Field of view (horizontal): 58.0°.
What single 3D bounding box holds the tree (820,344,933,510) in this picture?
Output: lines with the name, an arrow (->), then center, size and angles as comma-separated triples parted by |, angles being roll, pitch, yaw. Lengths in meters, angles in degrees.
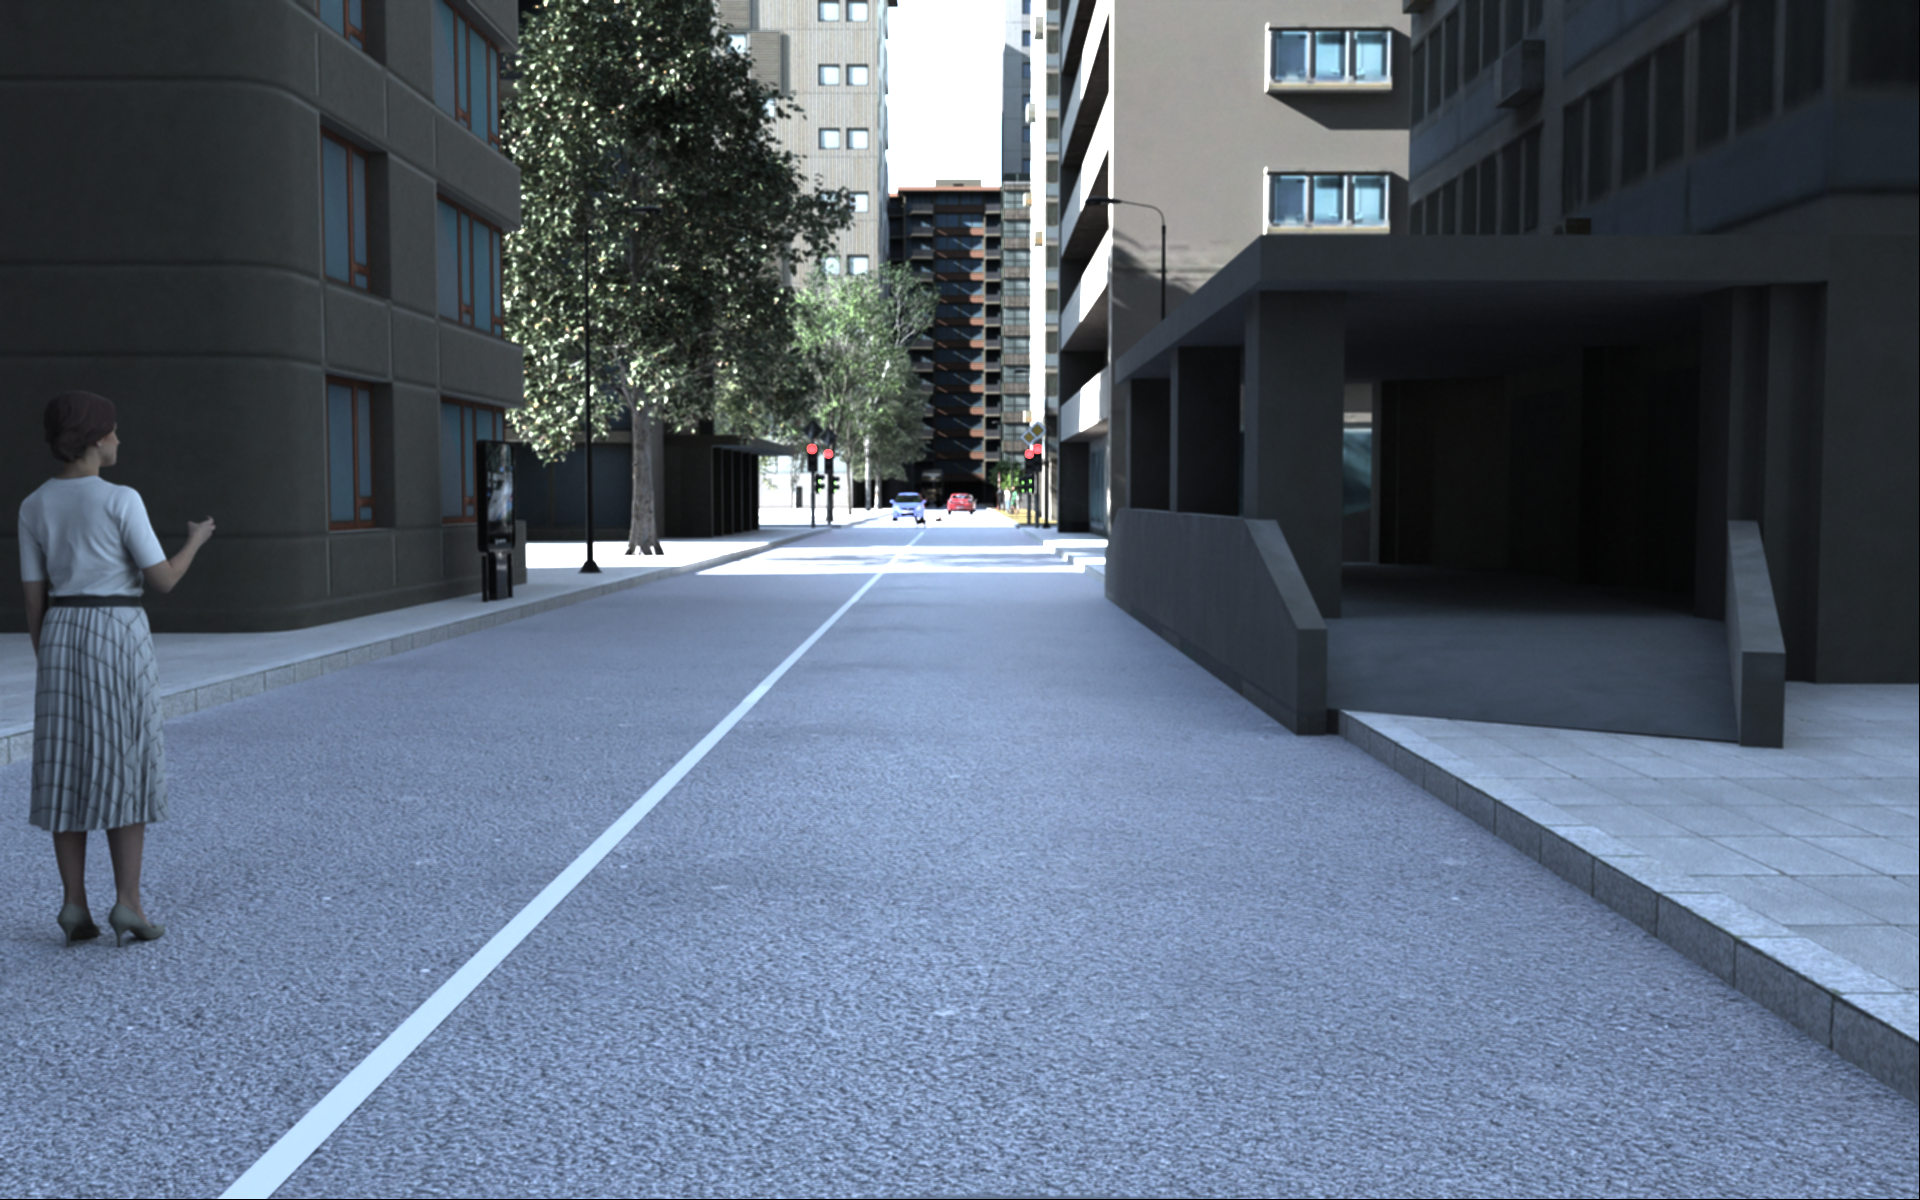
tree -> -6.811, -14.492, 143.604 | 9.857, 13.997, 8.962 | 0, 3, 0

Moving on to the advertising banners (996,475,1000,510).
advertising banners -> 2.982, -8.533, 135.702 | 0.090, 3.025, 2.074 | 0, 4, -3

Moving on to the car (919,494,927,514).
car -> -3.334, -6.730, 119.081 | 2.155, 1.783, 4.494 | 0, 4, 0

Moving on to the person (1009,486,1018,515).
person -> 3.344, -6.092, 105.899 | 0.529, 1.795, 0.600 | -2, 4, -32

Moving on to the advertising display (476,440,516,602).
advertising display -> -5.617, -0.966, 21.000 | 0.123, 1.923, 0.974 | 0, 4, 5

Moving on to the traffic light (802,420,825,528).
traffic light -> -5.556, -4.690, 65.598 | 0.839, 4.253, 0.868 | 0, 3, 0

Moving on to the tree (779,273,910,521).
tree -> -6.015, -9.508, 81.213 | 9.928, 11.665, 9.643 | 0, 3, 0

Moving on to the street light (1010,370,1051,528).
street light -> 2.702, -5.639, 64.736 | 1.470, 5.913, 1.316 | 0, 3, 0

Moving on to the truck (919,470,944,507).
truck -> -3.171, -12.945, 200.560 | 2.839, 4.237, 11.283 | 0, 4, 1

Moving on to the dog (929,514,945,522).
dog -> -1.207, -4.254, 89.744 | 0.748, 0.427, 0.550 | 2, 4, 23

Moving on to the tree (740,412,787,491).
tree -> -16.351, -11.627, 140.461 | 4.737, 8.622, 4.395 | 0, 3, 0

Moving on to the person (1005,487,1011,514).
person -> 3.149, -6.540, 113.568 | 0.593, 1.750, 0.643 | 3, 5, 43

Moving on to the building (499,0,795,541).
building -> -20.624, -24.362, 52.937 | 28.867, 44.769, 22.147 | 0, 3, 0

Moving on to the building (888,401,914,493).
building -> -21.476, -55.019, 212.234 | 31.000, 86.520, 22.319 | 0, 3, 0

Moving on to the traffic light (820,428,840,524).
traffic light -> -5.545, -5.178, 73.583 | 0.839, 4.253, 0.868 | 0, 3, 0

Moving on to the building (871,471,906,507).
building -> -16.205, -45.732, 185.970 | 20.563, 71.187, 20.611 | 0, 3, 0

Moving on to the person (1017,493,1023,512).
person -> 4.224, -7.313, 125.881 | 0.678, 1.792, 0.850 | -1, 4, -15

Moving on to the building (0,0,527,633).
building -> -20.072, -10.080, 9.841 | 27.650, 21.520, 28.899 | 0, 3, 0

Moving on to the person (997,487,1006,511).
person -> 3.174, -7.707, 131.860 | 0.655, 1.846, 0.447 | -1, 4, -18

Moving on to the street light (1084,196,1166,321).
street light -> 2.641, -3.343, 27.203 | 1.470, 5.913, 1.316 | 0, 3, 0

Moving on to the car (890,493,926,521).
car -> -2.767, -5.107, 93.097 | 1.945, 1.707, 3.694 | 0, 4, -1

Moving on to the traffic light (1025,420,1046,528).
traffic light -> 2.906, -4.690, 65.602 | 0.839, 4.253, 0.868 | 0, 3, 0

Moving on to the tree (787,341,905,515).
tree -> -6.936, -10.357, 103.741 | 7.601, 10.594, 8.767 | -2, 4, -25

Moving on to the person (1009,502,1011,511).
person -> 3.827, -7.527, 129.537 | 0.534, 1.772, 0.576 | 0, 4, 4

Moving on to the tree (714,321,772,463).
tree -> -13.225, -10.599, 91.419 | 7.486, 12.596, 7.792 | 0, 3, 0

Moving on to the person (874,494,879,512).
person -> -6.021, -6.994, 124.669 | 0.394, 1.301, 0.425 | -1, 4, -14

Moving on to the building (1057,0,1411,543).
building -> 13.917, -25.855, 46.433 | 21.300, 48.544, 21.600 | 0, 3, 0

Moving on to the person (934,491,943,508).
person -> -2.285, -10.494, 180.212 | 0.705, 1.807, 1.348 | 3, 5, 44

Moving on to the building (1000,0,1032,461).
building -> 14.693, -38.987, 179.435 | 21.231, 58.520, 28.212 | 0, 3, 0

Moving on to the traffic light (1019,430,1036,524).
traffic light -> 2.916, -5.178, 73.587 | 0.839, 4.253, 0.868 | 0, 3, 0

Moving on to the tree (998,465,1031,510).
tree -> 3.852, -7.373, 115.147 | 1.663, 3.219, 1.824 | 0, 3, 0

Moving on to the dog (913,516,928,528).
dog -> -1.670, -3.325, 73.650 | 0.540, 0.507, 0.406 | -3, 5, -41

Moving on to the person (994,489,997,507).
person -> 3.528, -10.171, 172.471 | 0.705, 1.807, 1.348 | -1, 4, -11

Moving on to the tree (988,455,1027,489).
tree -> 4.062, -9.874, 145.148 | 4.285, 4.588, 4.351 | 0, 3, 0

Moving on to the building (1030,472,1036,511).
building -> 15.760, -42.278, 129.493 | 20.563, 71.187, 20.611 | 0, 3, 0

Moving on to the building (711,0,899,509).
building -> -20.472, -35.057, 162.422 | 28.713, 52.752, 27.495 | 0, 3, 0

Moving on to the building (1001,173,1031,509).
building -> 10.744, -23.650, 158.373 | 14.160, 30.474, 14.107 | 0, 3, 0

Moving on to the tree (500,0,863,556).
tree -> -6.699, -7.286, 36.132 | 9.611, 12.733, 9.660 | 0, 3, 0

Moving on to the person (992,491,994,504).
person -> 4.491, -13.609, 230.937 | 0.705, 1.831, 1.348 | -2, 4, -25

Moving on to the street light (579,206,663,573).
street light -> -5.497, -3.398, 28.095 | 1.470, 5.913, 1.316 | 0, 3, 0

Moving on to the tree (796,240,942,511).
tree -> -8.084, -16.754, 129.813 | 12.611, 20.169, 13.585 | 0, 3, 0

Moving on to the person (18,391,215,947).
person -> -2.714, 0.214, 5.579 | 0.480, 1.755, 0.524 | 0, 4, 4

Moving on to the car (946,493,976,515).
car -> 0.041, -6.926, 122.278 | 2.155, 1.783, 4.494 | 0, 4, 1

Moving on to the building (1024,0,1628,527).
building -> 15.553, -24.217, 87.832 | 23.993, 40.220, 32.217 | 0, 3, 0

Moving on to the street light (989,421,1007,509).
street light -> 2.783, -8.463, 110.914 | 1.470, 5.913, 1.316 | 0, 3, 0

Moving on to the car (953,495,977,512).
car -> 0.324, -7.645, 137.364 | 2.083, 1.381, 4.827 | 0, 3, 0

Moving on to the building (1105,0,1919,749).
building -> 18.115, -19.820, 15.942 | 32.217, 40.220, 23.993 | 0, 3, 0

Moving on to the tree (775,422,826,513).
tree -> -10.902, -10.158, 116.441 | 4.360, 8.622, 3.978 | 0, 3, 0

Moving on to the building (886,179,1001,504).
building -> -0.898, -35.996, 243.160 | 28.867, 44.769, 22.147 | 0, 3, 0
